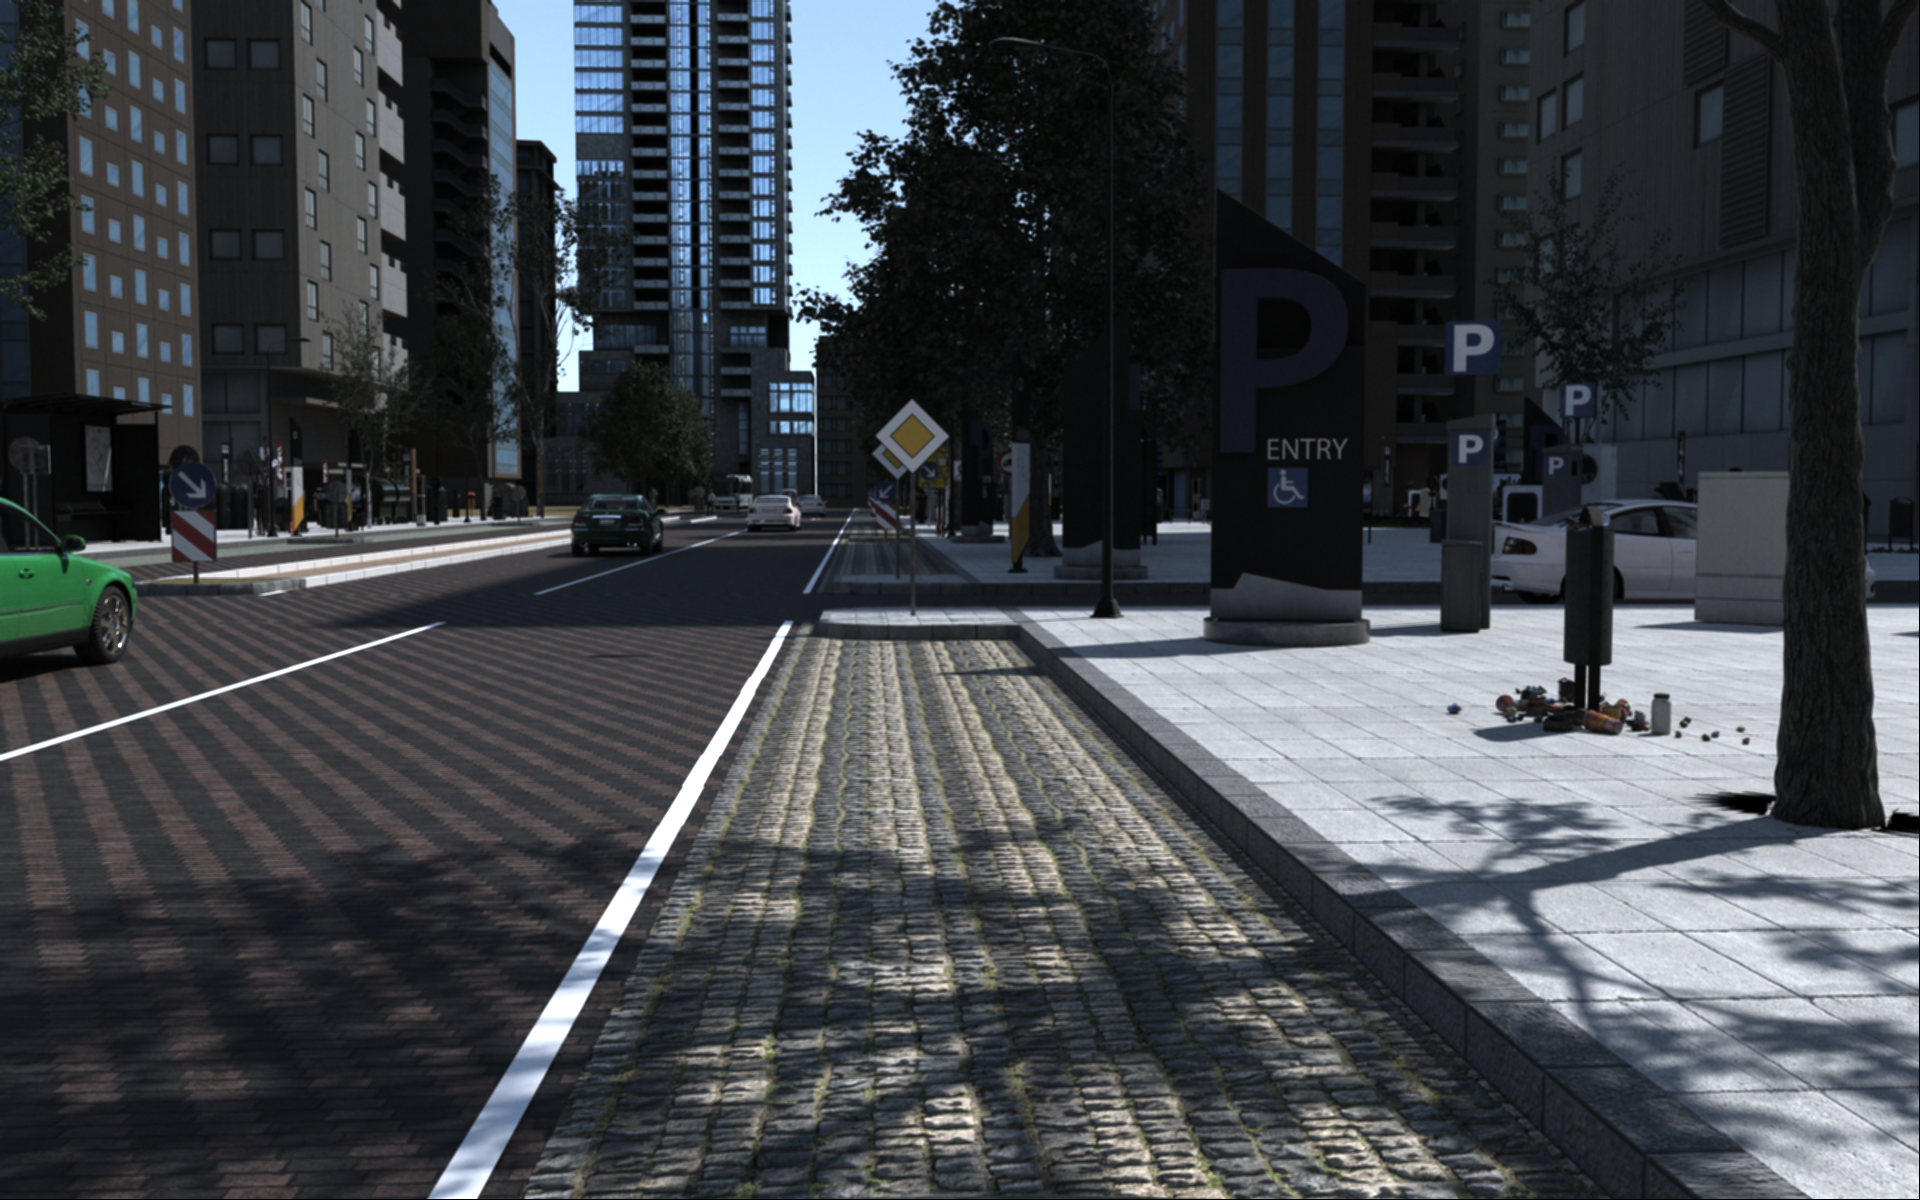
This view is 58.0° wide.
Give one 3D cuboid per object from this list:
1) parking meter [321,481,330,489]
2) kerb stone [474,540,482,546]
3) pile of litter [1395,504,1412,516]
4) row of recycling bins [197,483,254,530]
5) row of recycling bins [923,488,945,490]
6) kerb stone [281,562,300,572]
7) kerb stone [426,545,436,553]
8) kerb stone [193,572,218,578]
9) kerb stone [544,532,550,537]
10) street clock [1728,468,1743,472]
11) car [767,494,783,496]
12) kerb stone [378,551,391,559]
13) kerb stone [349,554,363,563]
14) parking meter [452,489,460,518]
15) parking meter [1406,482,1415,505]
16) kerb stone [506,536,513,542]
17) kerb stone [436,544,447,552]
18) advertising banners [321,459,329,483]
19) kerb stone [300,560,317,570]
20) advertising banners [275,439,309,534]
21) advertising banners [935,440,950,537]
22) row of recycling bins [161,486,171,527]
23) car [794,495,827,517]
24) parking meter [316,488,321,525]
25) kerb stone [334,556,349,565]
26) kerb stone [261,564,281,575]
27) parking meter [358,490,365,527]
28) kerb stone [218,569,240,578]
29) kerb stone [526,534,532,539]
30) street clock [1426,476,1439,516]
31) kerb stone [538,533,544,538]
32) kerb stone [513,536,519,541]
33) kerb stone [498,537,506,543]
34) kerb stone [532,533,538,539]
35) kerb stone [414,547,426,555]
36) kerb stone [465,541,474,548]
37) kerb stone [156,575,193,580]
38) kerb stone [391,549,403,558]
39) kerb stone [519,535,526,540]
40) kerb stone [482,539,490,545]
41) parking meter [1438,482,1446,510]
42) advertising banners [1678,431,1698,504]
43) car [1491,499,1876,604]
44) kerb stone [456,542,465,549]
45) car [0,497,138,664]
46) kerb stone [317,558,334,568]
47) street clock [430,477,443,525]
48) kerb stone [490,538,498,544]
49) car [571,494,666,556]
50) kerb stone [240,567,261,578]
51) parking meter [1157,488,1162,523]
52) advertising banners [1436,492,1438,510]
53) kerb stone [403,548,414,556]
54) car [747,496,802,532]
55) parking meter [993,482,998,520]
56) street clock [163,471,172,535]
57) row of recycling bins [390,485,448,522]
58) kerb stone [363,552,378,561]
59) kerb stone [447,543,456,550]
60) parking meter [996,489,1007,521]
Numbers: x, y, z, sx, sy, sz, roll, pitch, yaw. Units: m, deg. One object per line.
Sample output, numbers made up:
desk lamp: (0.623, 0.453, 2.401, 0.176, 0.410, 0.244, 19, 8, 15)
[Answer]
parking meter: (-28.546, -4.417, 77.928, 0.399, 1.863, 0.255, -2, 4, -28)
kerb stone: (-13.255, -1.527, 47.164, 0.120, 0.150, 1.000, 0, 4, -3)
pile of litter: (18.940, -3.689, 74.280, 1.176, 0.858, 1.719, -2, 4, -23)
row of recycling bins: (-26.684, -3.404, 62.776, 1.069, 1.692, 3.534, 0, 4, 5)
row of recycling bins: (-0.955, -5.208, 92.258, 1.069, 1.692, 3.534, 3, 5, 41)
kerb stone: (-12.393, -0.587, 31.794, 0.120, 0.150, 1.000, 0, 4, -3)
kerb stone: (-12.965, -1.213, 42.041, 0.120, 0.150, 1.000, 0, 4, -3)
kerb stone: (-12.164, -0.336, 27.706, 0.120, 0.150, 1.000, 0, 4, -3)
kerb stone: (-13.818, -2.151, 57.382, 0.120, 0.150, 1.000, 0, 4, -3)
street clock: (21.479, -2.658, 48.025, 0.471, 2.002, 0.358, 2, 4, 30)
car: (-14.871, -7.800, 139.332, 2.131, 1.459, 4.920, 0, 4, -3)
kerb stone: (-12.732, -0.963, 37.948, 0.120, 0.150, 1.000, 0, 4, -3)
kerb stone: (-12.624, -0.838, 35.899, 0.120, 0.150, 1.000, 0, 4, -3)
parking meter: (-27.416, -5.248, 94.215, 0.372, 1.533, 0.369, 0, 3, 0)
parking meter: (25.944, -5.770, 100.053, 0.399, 1.863, 0.255, 2, 4, 33)
kerb stone: (-13.473, -1.776, 51.250, 0.120, 0.150, 1.000, 0, 4, -3)
kerb stone: (-13.013, -1.277, 43.075, 0.120, 0.150, 1.000, 0, 4, -3)
advertising banners: (-31.397, -5.557, 87.050, 0.090, 3.025, 2.074, 1, 4, 18)
kerb stone: (-12.449, -0.650, 32.817, 0.120, 0.150, 1.000, 0, 4, -3)
advertising banners: (-21.762, -3.683, 56.407, 0.090, 3.025, 2.074, 0, 4, 6)
advertising banners: (-0.526, -3.420, 52.112, 0.090, 3.025, 2.074, -1, 4, -11)
row of recycling bins: (-30.811, -3.638, 66.600, 3.534, 1.692, 1.069, -2, 4, -30)
car: (-9.320, -5.837, 107.802, 2.083, 1.381, 4.827, 0, 4, -3)
parking meter: (-26.514, -3.884, 71.920, 0.372, 1.533, 0.369, 0, 3, 0)
kerb stone: (-12.562, -0.775, 34.864, 0.120, 0.150, 1.000, 0, 4, -3)
kerb stone: (-12.344, -0.518, 30.768, 0.120, 0.150, 1.000, 0, 4, -3)
parking meter: (-23.608, -3.654, 68.150, 0.372, 1.533, 0.369, 0, 3, 0)
kerb stone: (-12.228, -0.393, 28.727, 0.120, 0.150, 1.000, 0, 4, -3)
kerb stone: (-13.648, -1.964, 54.311, 0.120, 0.150, 1.000, 0, 4, -3)
street clock: (18.637, -3.901, 68.349, 0.471, 2.002, 0.358, 3, 5, 41)
kerb stone: (-13.760, -2.088, 56.361, 0.120, 0.150, 1.000, 0, 4, -3)
kerb stone: (-13.538, -1.836, 52.270, 0.120, 0.150, 1.000, 0, 4, -3)
kerb stone: (-13.418, -1.715, 50.229, 0.120, 0.150, 1.000, 0, 4, -3)
kerb stone: (-13.704, -2.027, 55.333, 0.120, 0.150, 1.000, 0, 4, -3)
kerb stone: (-12.901, -1.150, 41.016, 0.120, 0.150, 1.000, 0, 4, -3)
kerb stone: (-13.195, -1.465, 46.140, 0.120, 0.150, 1.000, 0, 4, -3)
kerb stone: (-12.111, -0.273, 26.675, 0.120, 0.150, 1.000, 0, 4, -3)
kerb stone: (-12.794, -1.026, 38.968, 0.120, 0.150, 1.000, 0, 4, -3)
kerb stone: (-13.587, -1.895, 53.291, 0.120, 0.150, 1.000, 0, 4, -3)
kerb stone: (-13.310, -1.587, 48.184, 0.120, 0.150, 1.000, 0, 4, -3)
parking meter: (24.243, -4.977, 87.087, 0.255, 1.863, 0.399, -1, 4, -18)
advertising banners: (19.971, -3.130, 47.370, 0.090, 3.025, 2.074, 0, 4, 4)
car: (8.860, -0.566, 21.610, 4.827, 1.381, 2.083, 0, 4, -2)
kerb stone: (-13.136, -1.402, 45.120, 0.120, 0.150, 1.000, 0, 4, -3)
car: (-7.954, -0.269, 13.196, 1.959, 1.807, 4.718, 0, 4, -2)
kerb stone: (-12.505, -0.711, 33.837, 0.120, 0.150, 1.000, 0, 4, -3)
street clock: (-21.893, -4.151, 72.432, 0.471, 2.002, 0.358, 0, 4, 0)
kerb stone: (-13.364, -1.649, 49.208, 0.120, 0.150, 1.000, 0, 4, -3)
car: (-8.198, -1.822, 41.595, 2.131, 1.459, 4.920, 0, 4, -5)
kerb stone: (-12.279, -0.462, 29.747, 0.120, 0.150, 1.000, 0, 4, -3)
parking meter: (8.686, -4.130, 75.942, 0.372, 1.533, 0.369, 0, 3, 0)
advertising banners: (27.766, -6.548, 103.246, 2.074, 3.025, 0.090, -1, 4, -20)
kerb stone: (-12.854, -1.088, 39.989, 0.120, 0.150, 1.000, 0, 4, -3)
car: (-7.184, -3.351, 67.143, 2.083, 1.381, 4.827, 0, 4, -2)
parking meter: (1.702, -4.913, 86.030, 0.255, 1.863, 0.399, 1, 4, 20)
street clock: (-24.970, -3.062, 54.640, 0.358, 2.002, 0.471, -1, 4, -14)
row of recycling bins: (-25.308, -4.512, 80.883, 3.534, 1.692, 1.069, 2, 4, 31)
kerb stone: (-12.669, -0.901, 36.920, 0.120, 0.150, 1.000, 0, 4, -3)
kerb stone: (-13.081, -1.339, 44.095, 0.120, 0.150, 1.000, 0, 4, -3)
parking meter: (1.865, -4.488, 81.785, 0.372, 1.533, 0.369, 0, 3, 0)
